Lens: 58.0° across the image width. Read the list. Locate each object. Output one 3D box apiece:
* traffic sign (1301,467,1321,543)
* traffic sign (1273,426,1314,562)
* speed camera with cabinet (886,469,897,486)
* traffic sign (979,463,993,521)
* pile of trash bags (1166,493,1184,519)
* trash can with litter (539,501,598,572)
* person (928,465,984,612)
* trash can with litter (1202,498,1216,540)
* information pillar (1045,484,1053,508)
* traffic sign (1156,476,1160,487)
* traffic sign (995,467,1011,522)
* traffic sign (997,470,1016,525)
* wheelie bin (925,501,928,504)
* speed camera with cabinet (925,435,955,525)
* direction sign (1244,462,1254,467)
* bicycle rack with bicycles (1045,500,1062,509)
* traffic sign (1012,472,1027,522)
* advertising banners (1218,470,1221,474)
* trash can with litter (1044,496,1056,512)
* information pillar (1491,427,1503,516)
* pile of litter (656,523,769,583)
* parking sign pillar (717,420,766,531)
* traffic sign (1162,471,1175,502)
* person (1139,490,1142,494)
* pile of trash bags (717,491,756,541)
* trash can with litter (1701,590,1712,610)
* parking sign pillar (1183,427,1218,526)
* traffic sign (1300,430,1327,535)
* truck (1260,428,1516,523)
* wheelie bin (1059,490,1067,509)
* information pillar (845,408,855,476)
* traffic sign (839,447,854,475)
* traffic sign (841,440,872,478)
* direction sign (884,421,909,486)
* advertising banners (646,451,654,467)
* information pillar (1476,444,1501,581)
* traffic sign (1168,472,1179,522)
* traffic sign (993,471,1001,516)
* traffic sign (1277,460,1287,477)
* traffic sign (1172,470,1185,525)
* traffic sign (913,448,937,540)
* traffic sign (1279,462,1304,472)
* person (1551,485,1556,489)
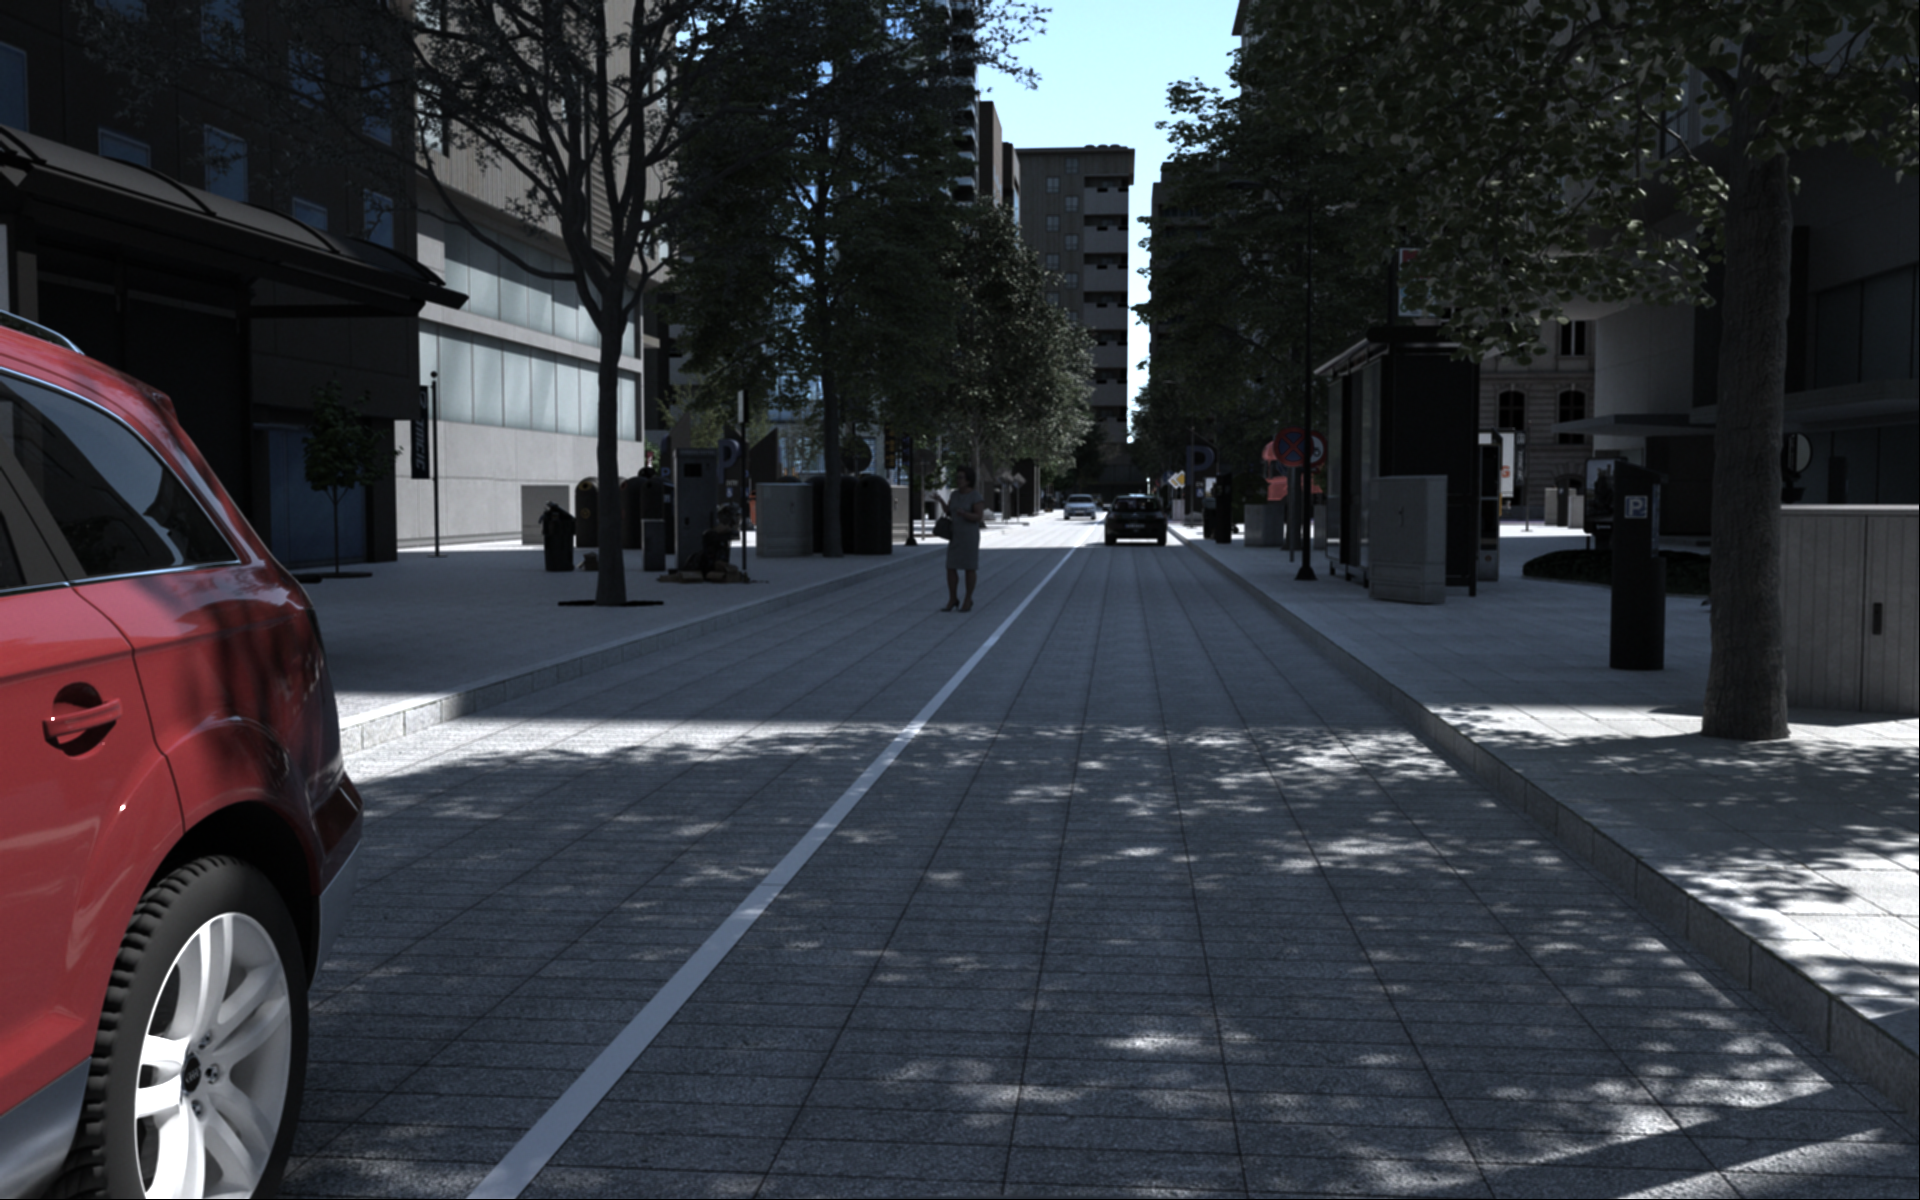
[{"bbox_3d":[9.037,-2.784,45.518,0.884,2.594,0.081,1,4,13],"label":"traffic sign"},{"bbox_3d":[6.257,-1.985,32.566,0.768,2.556,0.104,1,4,9],"label":"traffic sign"},{"bbox_3d":[-4.370,-6.761,104.878,0.660,3.252,2.038,0,4,1],"label":"speed camera with cabinet"},{"bbox_3d":[0.955,-4.433,72.484,0.884,2.594,0.081,1,4,13],"label":"traffic sign"},{"bbox_3d":[11.628,-4.892,89.743,1.912,1.369,3.447,0,4,3],"label":"pile of trash bags"},{"bbox_3d":[-6.456,-1.070,28.888,1.055,1.170,0.624,-1,4,-23],"label":"trash can with litter"},{"bbox_3d":[-0.078,-0.747,21.076,0.716,1.782,0.532,3,4,38],"label":"person"},{"bbox_3d":[7.275,-2.311,49.175,0.624,1.170,1.055,-1,4,-14],"label":"trash can with litter"},{"bbox_3d":[6.612,-7.520,127.447,0.304,2.012,0.304,-2,4,-34],"label":"information pillar"},{"bbox_3d":[14.225,-7.491,122.576,0.768,2.556,0.104,1,4,14],"label":"traffic sign"},{"bbox_3d":[1.999,-4.930,80.716,0.768,2.556,0.104,1,4,12],"label":"traffic sign"},{"bbox_3d":[1.941,-4.190,72.142,0.795,2.450,0.064,0,4,5],"label":"traffic sign"},{"bbox_3d":[-3.156,-9.013,155.270,0.693,1.594,0.980,-3,4,-38],"label":"wheelie bin"},{"bbox_3d":[-0.561,-3.746,55.579,0.660,3.252,2.038,2,4,24],"label":"speed camera with cabinet"},{"bbox_3d":[20.442,-7.998,122.772,0.379,3.537,0.876,-3,5,-40],"label":"direction sign"},{"bbox_3d":[7.341,-8.250,148.272,2.925,0.926,2.852,0,4,1],"label":"bicycle rack with bicycles"},{"bbox_3d":[2.690,-4.676,80.092,0.795,2.450,0.064,0,4,5],"label":"traffic sign"},{"bbox_3d":[18.795,-8.004,127.058,0.090,3.025,2.074,0,4,-8],"label":"advertising banners"},{"bbox_3d":[6.283,-6.736,121.525,0.624,1.170,1.055,1,4,20],"label":"trash can with litter"},{"bbox_3d":[18.534,-4.192,59.886,0.183,3.616,0.504,-2,4,-25],"label":"information pillar"},{"bbox_3d":[-3.629,-0.689,25.229,1.719,0.858,1.176,3,4,37],"label":"pile of litter"},{"bbox_3d":[-7.969,-4.439,61.052,1.447,3.967,1.447,-3,5,-44],"label":"parking sign pillar"},{"bbox_3d":[11.407,-5.767,94.395,0.768,2.556,0.104,1,4,12],"label":"traffic sign"},{"bbox_3d":[15.127,-8.372,145.862,0.515,1.767,0.782,1,4,17],"label":"person"},{"bbox_3d":[-6.539,-2.305,47.441,3.447,1.369,1.912,2,4,35],"label":"pile of trash bags"},{"bbox_3d":[8.496,-0.436,18.516,1.055,1.170,0.624,3,5,43],"label":"trash can with litter"},{"bbox_3d":[9.661,-4.944,69.302,1.447,3.967,1.447,1,4,16],"label":"parking sign pillar"},{"bbox_3d":[6.967,-2.108,34.576,0.768,2.556,0.104,1,4,8],"label":"traffic sign"},{"bbox_3d":[18.100,-5.286,75.344,11.283,4.237,2.839,0,4,6],"label":"truck"},{"bbox_3d":[8.973,-8.715,150.398,0.693,1.594,0.980,0,4,-4],"label":"wheelie bin"},{"bbox_3d":[-2.992,-3.414,47.177,0.183,3.616,0.504,-2,4,-29],"label":"information pillar"},{"bbox_3d":[-2.978,-2.777,45.505,0.768,2.556,0.104,1,4,11],"label":"traffic sign"},{"bbox_3d":[-2.443,-2.485,40.734,0.768,2.556,0.104,1,4,14],"label":"traffic sign"},{"bbox_3d":[-1.911,-3.788,53.929,0.876,3.537,0.379,-1,4,-9],"label":"direction sign"},{"bbox_3d":[-12.924,-4.513,69.982,0.090,3.025,2.074,1,4,23],"label":"advertising banners"},{"bbox_3d":[7.779,-1.286,25.516,0.304,2.012,0.304,1,4,11],"label":"information pillar"},{"bbox_3d":[9.900,-4.633,79.394,0.795,2.450,0.064,0,4,5],"label":"traffic sign"},{"bbox_3d":[1.900,-6.056,99.017,0.884,2.594,0.081,1,4,10],"label":"traffic sign"},{"bbox_3d":[9.775,-3.137,51.398,0.768,2.556,0.104,0,4,6],"label":"traffic sign"},{"bbox_3d":[9.151,-4.147,71.444,0.795,2.450,0.064,0,4,5],"label":"traffic sign"},{"bbox_3d":[-1.026,-2.941,48.190,0.768,2.556,0.104,0,4,6],"label":"traffic sign"},{"bbox_3d":[8.584,-2.718,44.542,0.768,2.556,0.104,1,4,14],"label":"traffic sign"},{"bbox_3d":[24.636,-3.866,71.959,0.529,1.795,0.600,0,4,-1],"label":"person"}]
